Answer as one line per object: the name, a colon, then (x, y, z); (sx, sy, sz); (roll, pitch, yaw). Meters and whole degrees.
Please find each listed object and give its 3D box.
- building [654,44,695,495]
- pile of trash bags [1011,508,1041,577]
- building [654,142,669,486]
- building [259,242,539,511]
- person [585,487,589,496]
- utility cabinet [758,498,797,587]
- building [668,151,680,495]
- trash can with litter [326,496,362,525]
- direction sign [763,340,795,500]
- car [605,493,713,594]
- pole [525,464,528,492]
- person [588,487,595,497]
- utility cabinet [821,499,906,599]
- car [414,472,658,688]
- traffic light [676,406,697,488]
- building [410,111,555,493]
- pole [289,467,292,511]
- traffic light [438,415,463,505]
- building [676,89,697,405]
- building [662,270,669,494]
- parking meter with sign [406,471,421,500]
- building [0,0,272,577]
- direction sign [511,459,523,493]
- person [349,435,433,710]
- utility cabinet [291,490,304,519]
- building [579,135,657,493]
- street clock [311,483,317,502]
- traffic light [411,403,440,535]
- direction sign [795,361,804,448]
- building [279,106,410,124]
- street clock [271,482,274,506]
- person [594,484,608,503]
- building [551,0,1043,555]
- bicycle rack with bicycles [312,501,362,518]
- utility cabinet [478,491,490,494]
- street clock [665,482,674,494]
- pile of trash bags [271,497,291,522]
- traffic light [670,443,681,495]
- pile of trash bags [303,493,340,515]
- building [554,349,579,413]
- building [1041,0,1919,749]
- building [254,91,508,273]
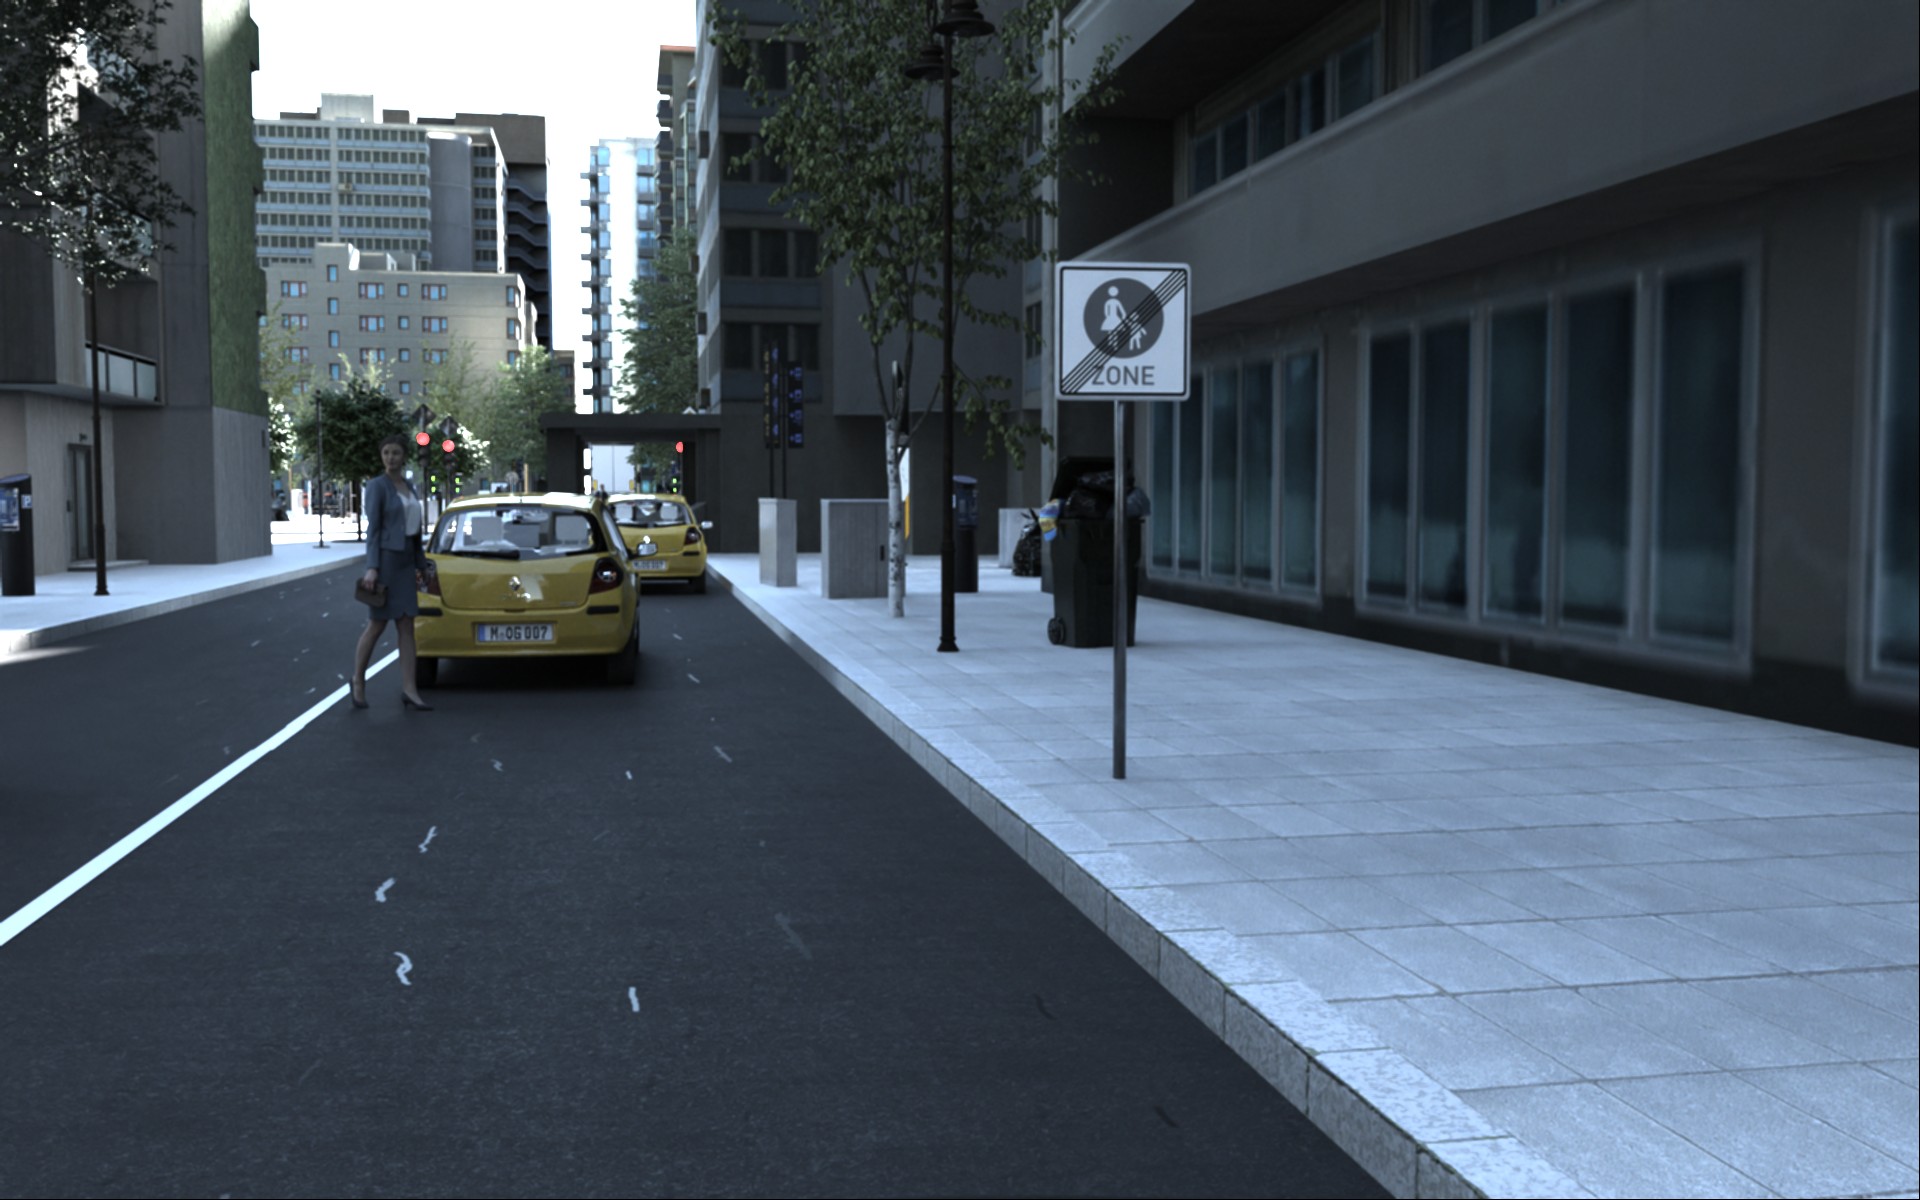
building: (-18.518, -31.535, 170.229); (22.147, 44.769, 28.867); (-1, 4, -11)
pile of trash bags: (2.631, -1.068, 27.207); (3.447, 1.369, 1.912); (-1, 4, -21)
building: (-28.954, -31.891, 205.019); (14.154, 41.232, 14.086); (-1, 4, -11)
building: (-50.825, -18.485, 147.274); (27.650, 21.520, 28.899); (-1, 4, -11)
person: (-15.415, -3.843, 72.002); (0.598, 1.740, 0.731); (1, 4, 18)
utility cabinet: (-2.556, -0.807, 24.350); (0.306, 1.237, 1.020); (-1, 4, -21)
building: (-17.422, -23.055, 148.653); (14.160, 30.474, 14.107); (-1, 4, -11)
trash can with litter: (-25.963, -3.766, 72.624); (1.678, 1.210, 2.233); (-1, 4, -20)
direction sign: (-2.820, -2.078, 25.971); (0.379, 3.537, 0.876); (-1, 4, -20)
car: (-4.737, -0.978, 26.210); (2.015, 1.641, 3.980); (-1, 4, -10)
pole: (-29.326, -7.544, 117.193); (0.158, 3.312, 0.155); (0, 3, 0)
person: (-19.070, -4.921, 89.305); (0.599, 1.781, 0.374); (0, 4, -5)
utility cabinet: (-1.193, -0.629, 21.454); (1.020, 1.237, 0.306); (-2, 4, -25)
car: (-3.522, -0.251, 14.322); (2.015, 1.641, 3.980); (-1, 4, -10)
traffic light: (-8.631, -4.059, 55.290); (0.839, 4.253, 0.868); (-1, 4, -11)
building: (-54.389, -33.603, 199.522); (14.200, 45.320, 14.600); (-1, 4, -11)
pole: (-50.343, -8.347, 130.322); (0.158, 3.312, 0.155); (0, 3, 0)
traffic light: (-18.117, -4.443, 61.567); (0.839, 4.253, 0.868); (-1, 4, -11)
building: (-13.257, -21.804, 128.191); (14.160, 30.474, 14.107); (-1, 4, -11)
building: (-25.803, -25.651, 191.101); (14.160, 30.474, 14.107); (-1, 4, -11)
parking meter with sign: (-41.468, -8.313, 132.185); (0.543, 3.016, 1.738); (1, 4, 17)
building: (-20.148, -21.027, 27.391); (14.154, 41.232, 14.086); (-1, 4, -11)
direction sign: (-29.063, -7.441, 113.665); (0.379, 3.537, 0.876); (3, 4, 37)
person: (-3.796, -0.184, 11.540); (0.654, 1.822, 0.581); (3, 4, 37)
utility cabinet: (-33.963, -4.901, 88.809); (0.318, 1.500, 1.173); (0, 4, -7)
building: (-35.231, -37.480, 232.412); (30.456, 49.044, 23.786); (-1, 4, -11)
street clock: (-43.315, -6.815, 116.000); (0.471, 2.002, 0.358); (0, 4, 5)
traffic light: (-16.590, -3.964, 53.729); (0.839, 4.253, 0.868); (-1, 4, -11)
direction sign: (-3.008, -2.308, 29.726); (0.876, 3.537, 0.379); (3, 4, 37)
building: (-68.625, -33.435, 196.779); (14.200, 45.320, 14.600); (-1, 4, -11)
street clock: (-37.737, -5.510, 94.653); (0.471, 2.002, 0.358); (0, 4, -8)
person: (-17.347, -4.641, 83.738); (0.474, 1.900, 0.648); (3, 4, 39)
building: (5.901, -21.535, 43.975); (32.217, 40.220, 23.993); (-1, 4, -11)
bicycle rack with bicycles: (-33.249, -4.875, 93.087); (2.852, 0.926, 2.925); (2, 4, 32)
utility cabinet: (-31.686, -6.564, 115.999); (1.173, 1.500, 0.318); (2, 4, 28)
street clock: (-17.050, -5.945, 101.772); (0.471, 2.002, 0.358); (-2, 4, -35)
pile of trash bags: (-32.663, -4.312, 80.258); (3.447, 1.369, 1.912); (2, 4, 32)
traffic light: (-10.158, -4.539, 63.128); (0.839, 4.253, 0.868); (-1, 4, -11)
pile of trash bags: (-39.877, -5.974, 107.434); (1.912, 1.369, 3.447); (0, 4, 4)
building: (-65.451, -23.479, 228.919); (28.899, 21.520, 27.650); (-1, 4, -11)
building: (13.526, -23.813, 13.051); (21.300, 48.544, 21.600); (-1, 4, -11)
building: (-58.208, -29.375, 172.161); (32.217, 40.220, 23.993); (-1, 4, -11)
